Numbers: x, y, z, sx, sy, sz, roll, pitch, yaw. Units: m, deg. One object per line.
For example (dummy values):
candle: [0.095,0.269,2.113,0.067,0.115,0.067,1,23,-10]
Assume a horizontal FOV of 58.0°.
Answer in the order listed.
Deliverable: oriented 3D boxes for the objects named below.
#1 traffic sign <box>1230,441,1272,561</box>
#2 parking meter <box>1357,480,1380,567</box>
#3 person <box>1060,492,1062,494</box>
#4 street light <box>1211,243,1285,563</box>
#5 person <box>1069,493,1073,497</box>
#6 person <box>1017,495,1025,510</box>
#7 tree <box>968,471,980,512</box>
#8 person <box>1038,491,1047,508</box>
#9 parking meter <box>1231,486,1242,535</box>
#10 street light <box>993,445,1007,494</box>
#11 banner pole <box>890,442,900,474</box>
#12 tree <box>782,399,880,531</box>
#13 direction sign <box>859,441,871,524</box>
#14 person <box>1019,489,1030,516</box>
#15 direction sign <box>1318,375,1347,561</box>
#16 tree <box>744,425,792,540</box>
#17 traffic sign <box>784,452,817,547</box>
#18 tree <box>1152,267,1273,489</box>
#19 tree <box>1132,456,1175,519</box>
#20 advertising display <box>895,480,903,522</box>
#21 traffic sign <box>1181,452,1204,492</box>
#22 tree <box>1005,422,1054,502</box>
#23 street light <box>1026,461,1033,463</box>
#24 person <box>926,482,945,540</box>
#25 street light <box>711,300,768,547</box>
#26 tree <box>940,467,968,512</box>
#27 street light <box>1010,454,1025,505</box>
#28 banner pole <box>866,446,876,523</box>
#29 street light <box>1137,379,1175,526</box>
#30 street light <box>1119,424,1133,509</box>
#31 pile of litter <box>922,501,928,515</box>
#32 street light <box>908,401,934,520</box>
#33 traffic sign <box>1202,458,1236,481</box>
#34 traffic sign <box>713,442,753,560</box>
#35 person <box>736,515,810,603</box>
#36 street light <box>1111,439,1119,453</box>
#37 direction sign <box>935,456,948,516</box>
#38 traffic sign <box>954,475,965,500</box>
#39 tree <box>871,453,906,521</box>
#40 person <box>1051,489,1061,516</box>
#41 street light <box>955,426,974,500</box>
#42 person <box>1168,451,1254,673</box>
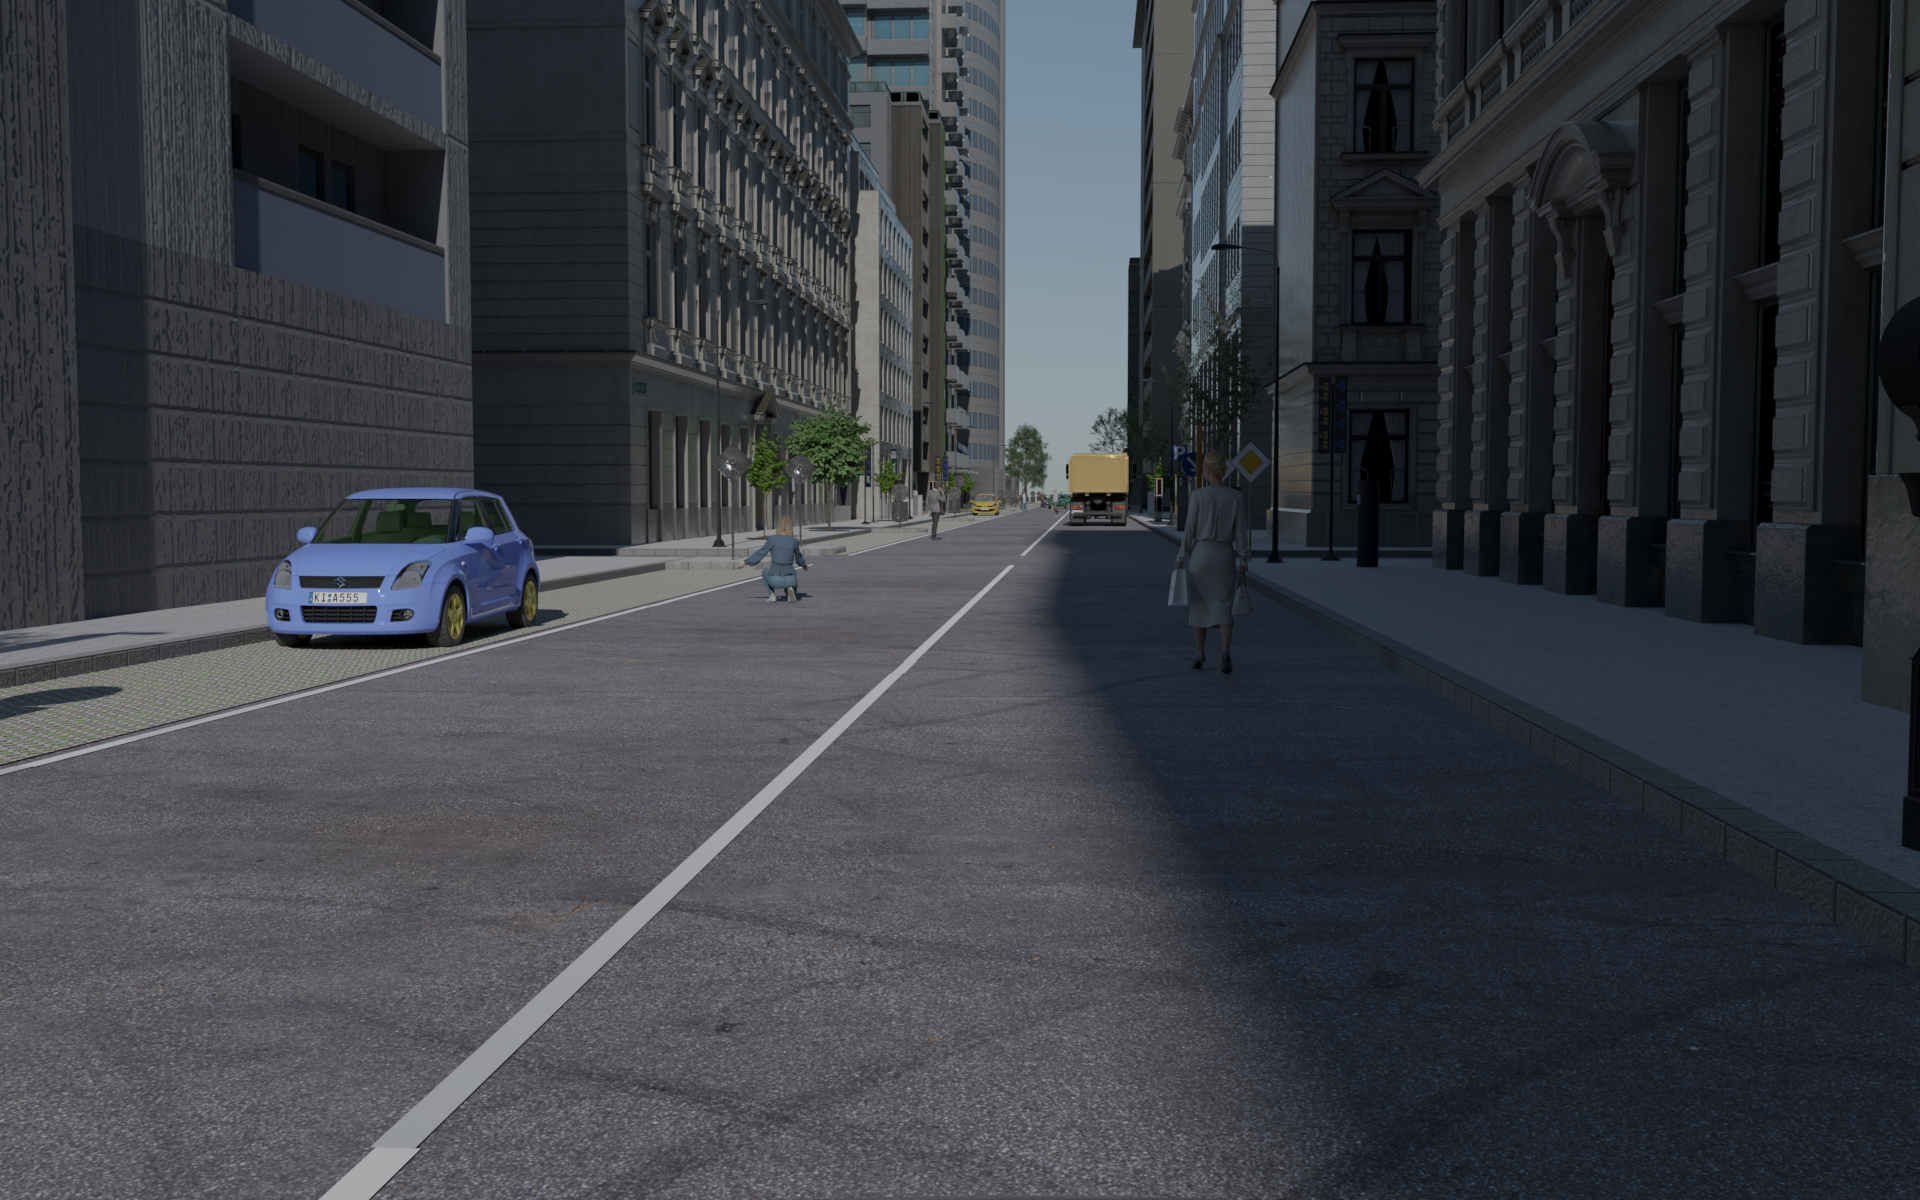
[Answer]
traffic sign: [5.535,-1.797,33.029,0.795,2.450,0.064,0,4,4]
parking meter: [7.166,-1.346,30.415,0.372,1.533,0.369,0,3,0]
person: [14.400,-14.592,247.167,1.348,1.812,0.705,-2,4,-31]
street light: [5.343,-3.649,32.201,1.470,5.913,1.316,0,4,4]
person: [13.377,-11.964,204.066,1.348,1.831,0.705,1,4,22]
person: [5.680,-9.023,156.731,1.217,1.736,0.721,0,4,-1]
tree: [0.368,-8.150,127.853,1.663,3.219,1.824,0,3,0]
person: [8.409,-10.203,175.867,0.990,1.755,0.434,1,4,23]
parking meter: [8.754,-2.842,54.873,0.372,1.533,0.369,0,3,0]
street light: [3.733,-11.683,163.564,1.470,5.913,1.316,0,4,4]
banner pole: [-3.114,-5.758,84.156,0.401,3.779,0.863,-3,5,-44]
tree: [-4.460,-4.665,59.994,4.285,4.588,4.351,0,3,0]
direction sign: [-4.034,-4.990,73.576,0.379,3.537,0.876,2,4,33]
person: [4.202,-6.413,113.702,0.623,1.781,0.721,-1,4,-22]
direction sign: [7.155,-2.527,33.318,0.379,3.537,0.876,-2,4,-23]
tree: [-5.397,-3.319,48.869,1.663,3.219,1.824,0,3,0]
traffic sign: [-3.845,-2.330,41.745,0.795,2.450,0.064,0,4,4]
tree: [8.534,-6.503,56.684,4.360,8.622,3.978,0,3,0]
tree: [10.219,-5.765,88.857,1.663,3.219,1.824,0,3,0]
advertising display: [-2.776,-4.495,78.702,0.123,1.923,0.974,1,4,15]
traffic sign: [7.047,-3.186,52.195,0.768,2.556,0.104,1,4,9]
tree: [10.459,-21.924,275.464,9.611,12.733,9.660,0,3,0]
street light: [9.730,-16.742,246.278,1.470,5.913,1.316,0,4,4]
person: [-0.754,-2.754,53.711,0.473,1.802,0.592,-2,4,-29]
street light: [-5.289,-4.228,41.668,1.470,5.913,1.316,0,4,4]
tree: [-0.543,-7.831,122.632,1.663,3.219,1.824,0,3,0]
street light: [6.451,-13.969,200.939,1.470,5.913,1.316,0,4,4]
banner pole: [-4.060,-5.402,78.331,0.401,3.779,0.863,-3,4,-38]
street light: [8.023,-5.964,70.046,1.470,5.913,1.316,0,4,4]
street light: [11.542,-8.736,115.368,1.470,5.913,1.316,0,4,4]
pile of litter: [-2.680,-6.017,112.346,1.176,0.858,1.719,0,4,3]
street light: [-1.998,-7.001,87.006,1.470,5.913,1.316,0,4,4]
traffic sign: [6.121,-2.284,40.993,0.795,2.450,0.064,0,4,4]
traffic sign: [-4.431,-1.843,33.781,0.795,2.450,0.064,0,4,4]
person: [-2.465,-0.549,22.968,1.012,1.151,0.738,-1,4,-11]
street light: [13.729,-10.611,146.025,1.470,5.913,1.316,0,4,4]
direction sign: [-1.112,-6.830,103.665,0.876,3.537,0.379,-2,4,-27]
traffic sign: [-0.029,-7.126,116.614,0.768,2.556,0.104,1,4,11]
tree: [-3.310,-5.350,82.075,1.663,3.219,1.824,0,3,0]
person: [6.231,-6.332,112.515,0.515,1.767,0.782,-1,4,-8]
street light: [0.260,-8.898,118.025,1.470,5.913,1.316,0,4,4]
person: [2.014,-0.311,13.933,0.694,1.780,0.624,1,4,11]
